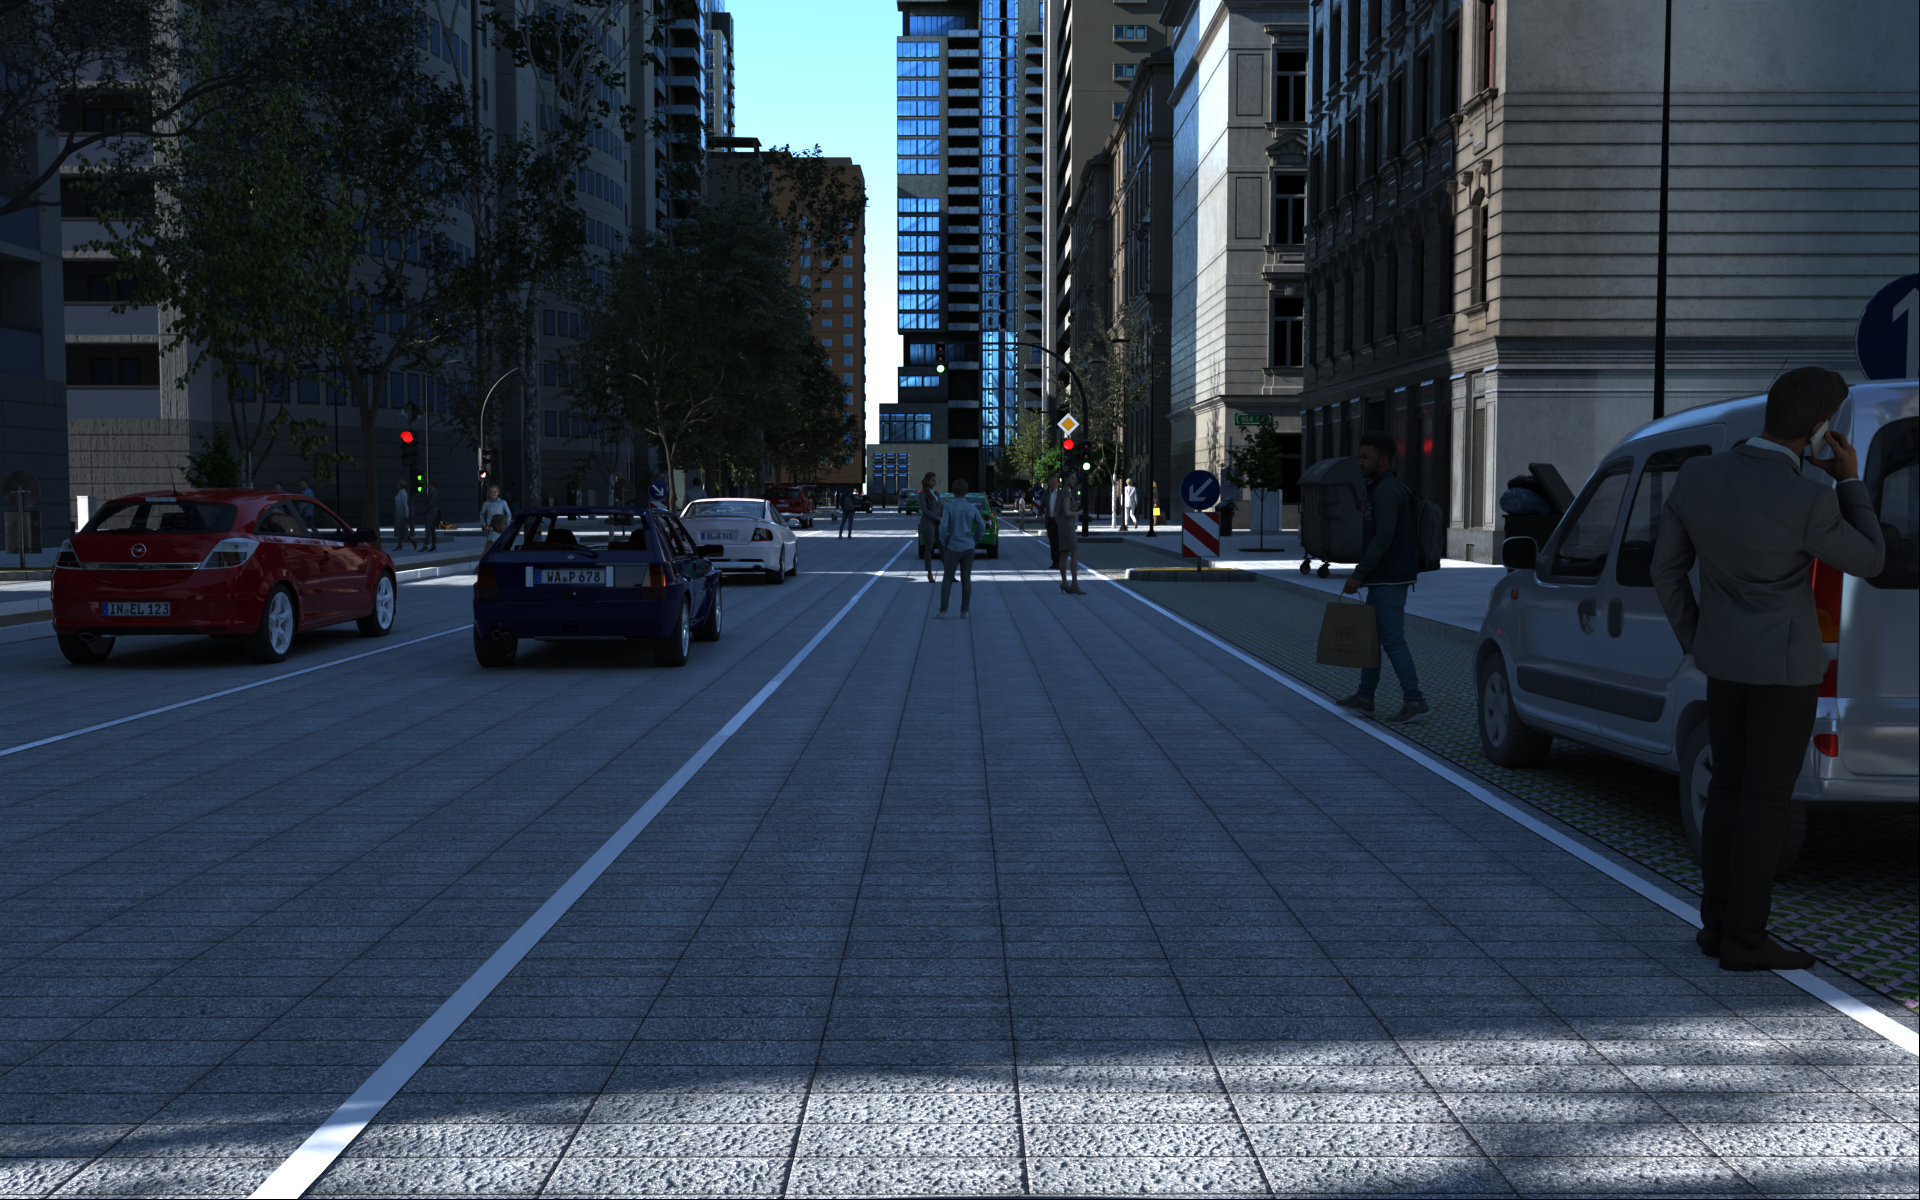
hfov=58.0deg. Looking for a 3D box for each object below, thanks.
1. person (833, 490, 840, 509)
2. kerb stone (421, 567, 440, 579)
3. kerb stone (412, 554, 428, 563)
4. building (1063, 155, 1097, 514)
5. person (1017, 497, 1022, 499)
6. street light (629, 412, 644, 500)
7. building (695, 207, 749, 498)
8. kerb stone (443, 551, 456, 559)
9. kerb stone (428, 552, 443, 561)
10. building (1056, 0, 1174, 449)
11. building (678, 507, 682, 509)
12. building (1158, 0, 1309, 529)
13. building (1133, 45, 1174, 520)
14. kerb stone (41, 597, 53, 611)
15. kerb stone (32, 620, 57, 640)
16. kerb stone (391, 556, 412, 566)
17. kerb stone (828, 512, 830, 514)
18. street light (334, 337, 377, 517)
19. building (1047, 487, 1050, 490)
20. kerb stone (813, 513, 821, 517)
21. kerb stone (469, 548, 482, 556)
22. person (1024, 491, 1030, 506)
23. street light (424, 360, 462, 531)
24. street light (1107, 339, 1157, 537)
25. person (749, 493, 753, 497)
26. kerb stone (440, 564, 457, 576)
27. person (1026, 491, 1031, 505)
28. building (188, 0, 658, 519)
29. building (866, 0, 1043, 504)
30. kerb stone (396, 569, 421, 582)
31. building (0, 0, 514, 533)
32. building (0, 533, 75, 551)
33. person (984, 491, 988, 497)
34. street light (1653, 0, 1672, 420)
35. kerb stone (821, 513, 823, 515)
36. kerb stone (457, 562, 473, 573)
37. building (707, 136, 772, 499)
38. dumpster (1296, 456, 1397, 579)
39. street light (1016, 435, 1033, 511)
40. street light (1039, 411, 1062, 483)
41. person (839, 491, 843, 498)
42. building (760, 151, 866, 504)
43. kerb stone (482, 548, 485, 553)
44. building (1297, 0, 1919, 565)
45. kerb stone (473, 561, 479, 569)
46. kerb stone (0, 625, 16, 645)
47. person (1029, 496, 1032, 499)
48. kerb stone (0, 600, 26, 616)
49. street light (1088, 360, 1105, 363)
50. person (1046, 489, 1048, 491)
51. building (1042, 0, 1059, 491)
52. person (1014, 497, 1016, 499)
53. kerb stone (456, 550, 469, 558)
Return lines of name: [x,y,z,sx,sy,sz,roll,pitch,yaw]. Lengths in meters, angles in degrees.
person: [-11.813,-9.669,166.598,0.705,1.822,1.348,2,4,25]
kerb stone: [-9.195,-0.463,29.765,0.120,0.150,1.000,0,3,0]
kerb stone: [-11.303,-0.837,35.920,0.120,0.150,1.000,0,3,0]
building: [14.232,-19.895,122.551,12.463,27.353,25.104,0,3,0]
person: [5.830,-9.774,169.036,0.628,1.438,0.799,0,4,-8]
street light: [-18.038,-7.638,97.428,1.470,5.913,1.316,0,3,0]
building: [-29.057,-24.559,173.245,14.160,30.474,14.107,0,3,0]
kerb stone: [-11.306,-0.964,37.968,0.120,0.150,1.000,0,3,0]
kerb stone: [-11.303,-0.902,36.946,0.120,0.150,1.000,0,3,0]
building: [19.459,-32.052,147.758,21.300,48.544,21.600,0,3,0]
building: [-32.788,-51.136,148.752,22.319,86.520,31.000,0,3,0]
building: [30.984,-17.947,69.847,44.131,29.872,17.030,0,3,0]
building: [15.021,-18.332,96.983,12.463,27.353,25.104,0,3,0]
kerb stone: [-11.278,0.037,21.588,0.120,0.150,1.000,0,3,0]
kerb stone: [-9.177,0.289,17.472,0.120,0.150,1.000,0,3,0]
kerb stone: [-11.304,-0.773,34.898,0.120,0.150,1.000,0,3,0]
kerb stone: [-9.355,-6.018,120.591,0.120,0.150,1.000,0,3,0]
street light: [-17.858,-4.805,51.107,1.470,5.913,1.316,0,3,0]
building: [19.253,-44.641,168.132,20.563,71.187,20.611,0,3,0]
kerb stone: [-9.347,-5.576,113.378,0.120,0.150,1.000,0,3,0]
kerb stone: [-11.304,-1.086,40.012,0.120,0.150,1.000,0,3,0]
person: [6.961,-10.566,179.241,0.683,1.767,0.568,-1,4,-19]
street light: [-17.963,-5.364,60.244,1.470,5.913,1.316,0,3,0]
street light: [5.214,-4.854,51.898,1.470,5.913,1.316,0,3,0]
person: [-22.657,-10.897,184.928,1.217,1.735,0.721,1,4,22]
kerb stone: [-9.187,-0.520,30.791,0.120,0.150,1.000,0,3,0]
person: [8.287,-12.495,211.051,1.217,1.735,0.721,0,4,3]
building: [-32.540,-34.808,111.105,21.231,58.520,28.212,0,3,0]
building: [3.438,-56.205,231.627,31.000,86.520,22.319,0,3,0]
kerb stone: [-9.198,-0.400,28.738,0.120,0.150,1.000,0,3,0]
building: [-32.370,-32.597,74.961,21.231,58.520,28.212,0,3,0]
building: [-35.728,-30.219,36.074,28.212,58.520,21.231,0,3,0]
person: [2.774,-11.552,197.907,0.750,1.759,0.617,-3,4,-38]
street light: [5.294,-2.560,14.405,1.470,5.913,1.316,0,3,0]
kerb stone: [-9.344,-5.636,114.411,0.120,0.150,1.000,0,3,0]
kerb stone: [-9.200,-0.588,31.812,0.120,0.150,1.000,0,3,0]
building: [-29.133,-31.607,200.366,14.086,41.232,14.154,0,3,0]
dumpster: [6.020,-1.293,26.896,1.264,1.857,1.865,0,3,0]
street light: [5.094,-9.941,135.074,1.470,5.913,1.316,0,3,0]
street light: [5.136,-7.625,97.204,1.470,5.913,1.316,0,3,0]
person: [-12.215,-10.465,180.545,0.756,1.711,0.436,0,4,5]
building: [-19.852,-35.427,229.348,14.200,45.320,14.600,0,3,0]
kerb stone: [-11.317,-1.149,41.034,0.120,0.150,1.000,0,3,0]
building: [14.298,-11.649,39.619,9.793,20.994,18.267,0,3,0]
kerb stone: [-9.196,-0.651,32.846,0.120,0.150,1.000,0,3,0]
kerb stone: [-9.167,0.351,16.450,0.120,0.150,1.000,0,3,0]
person: [6.780,-9.210,159.880,1.065,1.426,0.557,-2,4,-25]
kerb stone: [-11.272,0.102,20.565,0.120,0.150,1.000,0,3,0]
street light: [5.135,-5.350,60.011,1.470,5.913,1.316,0,3,0]
person: [8.400,-9.810,167.113,0.551,1.740,0.621,-1,4,-11]
building: [19.695,-39.830,193.222,21.231,58.520,28.212,0,3,0]
person: [6.520,-11.636,199.527,0.697,1.427,0.421,-2,4,-26]
kerb stone: [-11.305,-1.025,38.990,0.120,0.150,1.000,0,3,0]
